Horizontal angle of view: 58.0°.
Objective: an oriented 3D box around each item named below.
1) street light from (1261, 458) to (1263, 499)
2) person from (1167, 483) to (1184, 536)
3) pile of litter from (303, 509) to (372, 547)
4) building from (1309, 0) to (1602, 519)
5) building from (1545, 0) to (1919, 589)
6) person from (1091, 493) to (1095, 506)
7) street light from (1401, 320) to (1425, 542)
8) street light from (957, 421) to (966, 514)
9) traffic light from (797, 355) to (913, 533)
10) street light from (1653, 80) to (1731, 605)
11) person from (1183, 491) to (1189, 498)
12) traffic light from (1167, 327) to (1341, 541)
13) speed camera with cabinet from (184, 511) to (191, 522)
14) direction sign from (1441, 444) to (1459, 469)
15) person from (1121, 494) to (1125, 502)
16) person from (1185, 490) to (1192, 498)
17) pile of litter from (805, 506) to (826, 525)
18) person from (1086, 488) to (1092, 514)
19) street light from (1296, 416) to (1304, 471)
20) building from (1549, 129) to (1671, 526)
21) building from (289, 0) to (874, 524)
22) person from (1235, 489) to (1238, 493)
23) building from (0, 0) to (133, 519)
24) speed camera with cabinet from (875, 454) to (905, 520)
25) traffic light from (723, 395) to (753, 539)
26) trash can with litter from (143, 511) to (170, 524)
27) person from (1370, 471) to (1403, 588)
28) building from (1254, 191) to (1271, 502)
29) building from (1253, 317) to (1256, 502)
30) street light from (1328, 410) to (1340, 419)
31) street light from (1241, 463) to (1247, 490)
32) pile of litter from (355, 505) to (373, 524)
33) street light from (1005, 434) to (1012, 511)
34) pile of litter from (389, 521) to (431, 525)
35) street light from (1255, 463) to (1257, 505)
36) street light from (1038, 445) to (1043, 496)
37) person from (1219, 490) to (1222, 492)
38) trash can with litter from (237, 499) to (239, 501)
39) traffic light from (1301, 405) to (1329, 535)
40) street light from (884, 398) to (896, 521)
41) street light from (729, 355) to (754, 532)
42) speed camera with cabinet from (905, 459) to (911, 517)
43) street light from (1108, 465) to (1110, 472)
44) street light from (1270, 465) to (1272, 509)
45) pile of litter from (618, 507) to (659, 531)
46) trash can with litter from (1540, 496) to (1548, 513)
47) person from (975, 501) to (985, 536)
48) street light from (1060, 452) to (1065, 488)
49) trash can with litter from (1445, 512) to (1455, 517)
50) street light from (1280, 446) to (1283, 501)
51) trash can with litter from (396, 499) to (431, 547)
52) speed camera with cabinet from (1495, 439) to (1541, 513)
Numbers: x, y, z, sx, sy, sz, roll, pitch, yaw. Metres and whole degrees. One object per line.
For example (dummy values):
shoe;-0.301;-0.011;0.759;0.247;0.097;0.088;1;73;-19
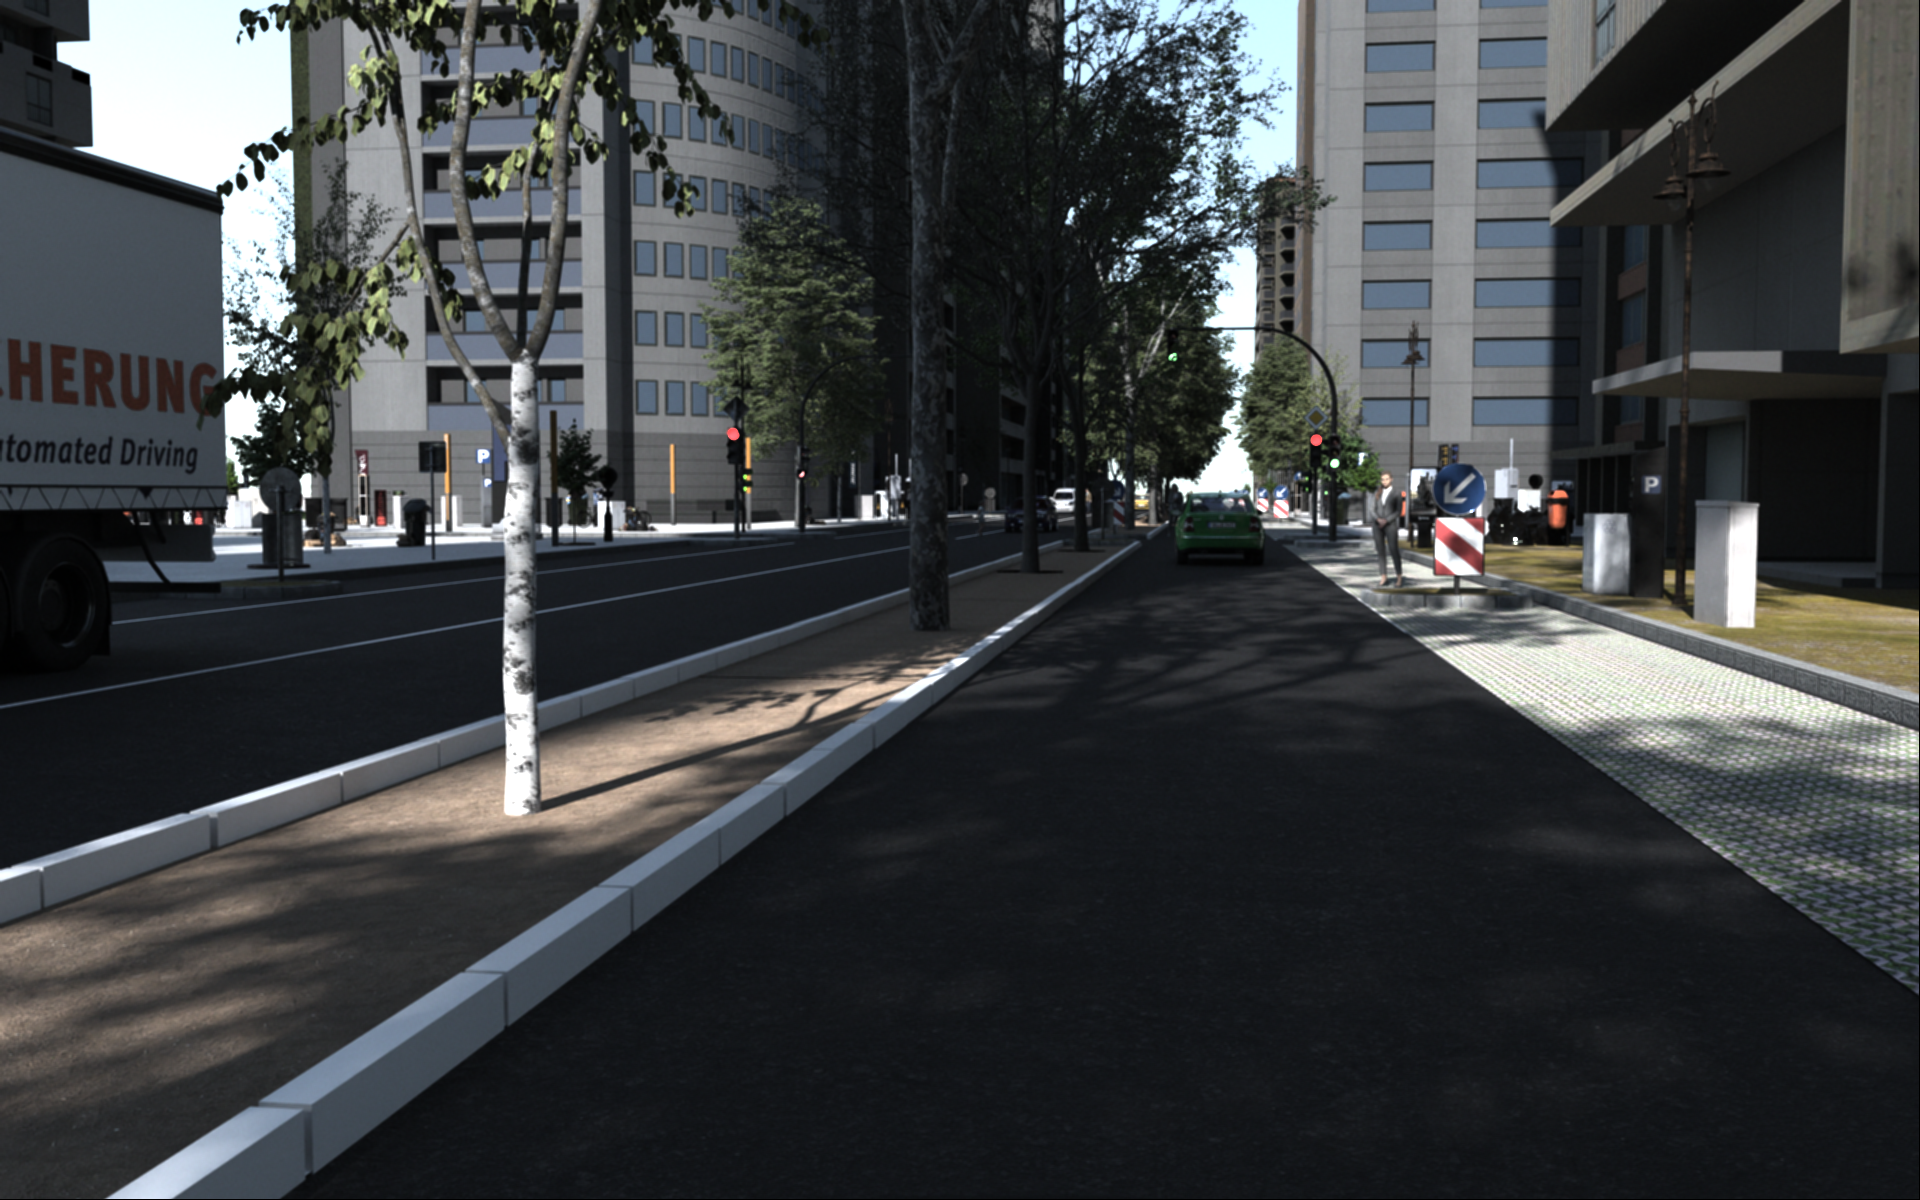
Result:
street light;31.180;-12.595;178.708;0.468;5.910;1.993;1;4;8
person;7.339;-3.073;58.925;0.537;1.800;0.526;1;4;16
pile of litter;-15.573;-1.739;42.395;1.719;0.858;1.176;1;4;15
building;31.334;-34.169;100.659;21.231;58.520;28.212;1;4;8
building;23.331;-26.315;19.491;28.713;52.752;27.495;1;4;8
person;15.573;-11.921;203.043;1.348;1.869;0.705;1;4;10
street light;12.080;-4.496;46.298;0.468;5.910;1.993;1;4;8
street light;0.165;-8.333;109.025;0.468;5.910;1.993;1;4;8
traffic light;-3.124;-5.032;56.935;4.771;5.953;1.251;1;4;8
street light;8.360;-2.884;19.937;0.468;5.910;1.993;1;4;8
person;24.139;-10.660;183.316;1.217;1.766;0.721;1;4;20
traffic light;8.015;-4.430;47.106;4.771;5.953;1.251;1;4;8
speed camera with cabinet;-35.703;-5.296;80.926;0.660;3.252;2.038;0;4;1
direction sign;22.283;-5.313;78.858;0.379;3.537;0.876;-3;5;-41
person;9.686;-5.732;102.028;0.655;1.846;0.447;-2;4;-32
person;22.935;-9.990;171.806;1.348;1.831;0.705;1;4;22
pile of litter;-6.238;-3.594;72.720;1.176;0.858;1.719;-1;4;-17
person;9.231;-7.120;124.826;0.656;1.842;0.836;2;4;26
street light;20.207;-7.963;102.980;0.468;5.910;1.993;1;4;8
building;37.680;-25.006;63.479;28.867;44.769;22.147;1;4;8
building;-17.370;-33.277;86.082;21.231;58.520;28.212;1;4;8
person;20.392;-7.266;127.568;0.850;1.792;0.678;-1;4;-10
building;-57.521;-29.882;77.806;27.495;52.752;28.713;1;4;8
speed camera with cabinet;-3.590;-5.607;86.013;0.660;3.252;2.038;-2;4;-25
traffic light;-6.346;-3.693;49.295;0.839;4.253;0.868;1;4;8
trash can with litter;-21.572;-2.164;46.762;0.624;1.170;1.055;0;4;-3
person;6.525;-1.086;26.528;0.520;1.790;0.573;1;4;17
building;55.261;-38.868;259.190;21.300;48.544;21.600;1;4;8
building;54.274;-30.996;278.477;14.160;30.474;14.107;1;4;8
street light;16.590;-6.374;77.008;0.468;5.910;1.993;1;4;8
street light;43.023;-17.632;261.068;0.468;5.910;1.993;1;4;8
pile of litter;-25.454;-3.606;72.917;1.176;0.858;1.719;3;4;39
street light;3.717;-9.830;133.509;0.468;5.910;1.993;1;4;8
pile of litter;-23.089;-3.579;72.484;1.719;0.858;1.176;0;4;-5
street light;34.780;-14.137;203.934;0.468;5.910;1.993;1;4;8
street light;7.349;-11.373;158.730;0.468;5.910;1.993;1;4;8
person;23.912;-9.204;159.004;0.705;1.821;1.348;0;4;-4
trash can with litter;-36.111;-4.612;86.791;0.624;1.170;1.055;1;4;21
traffic light;11.238;-4.033;54.853;0.839;4.253;0.868;1;4;8
street light;-3.402;-6.762;83.338;0.468;5.910;1.993;1;4;8
street light;-7.239;-5.196;57.737;0.468;5.910;1.993;1;4;8
speed camera with cabinet;-3.059;-6.254;96.584;0.660;3.252;2.038;3;4;38
street light;22.929;-17.954;266.339;0.468;5.910;1.993;1;4;8
street light;27.514;-11.022;153.001;0.468;5.910;1.993;1;4;8
pile of litter;-11.262;-2.813;59.961;1.719;0.858;1.176;2;4;31
trash can with litter;26.909;-4.274;80.937;2.233;1.210;1.678;3;4;38
person;0.674;-2.776;58.906;0.382;1.210;0.505;0;4;-4
street light;10.918;-12.927;184.136;0.468;5.910;1.993;1;4;8
trash can with litter;17.164;-2.997;60.382;0.624;1.170;1.055;2;4;31
street light;23.964;-9.529;128.592;0.468;5.910;1.993;1;4;8
trash can with litter;-13.397;-1.901;42.462;0.624;1.170;1.055;0;4;5
speed camera with cabinet;20.121;-4.167;62.462;2.038;3.252;0.660;-3;4;-38
